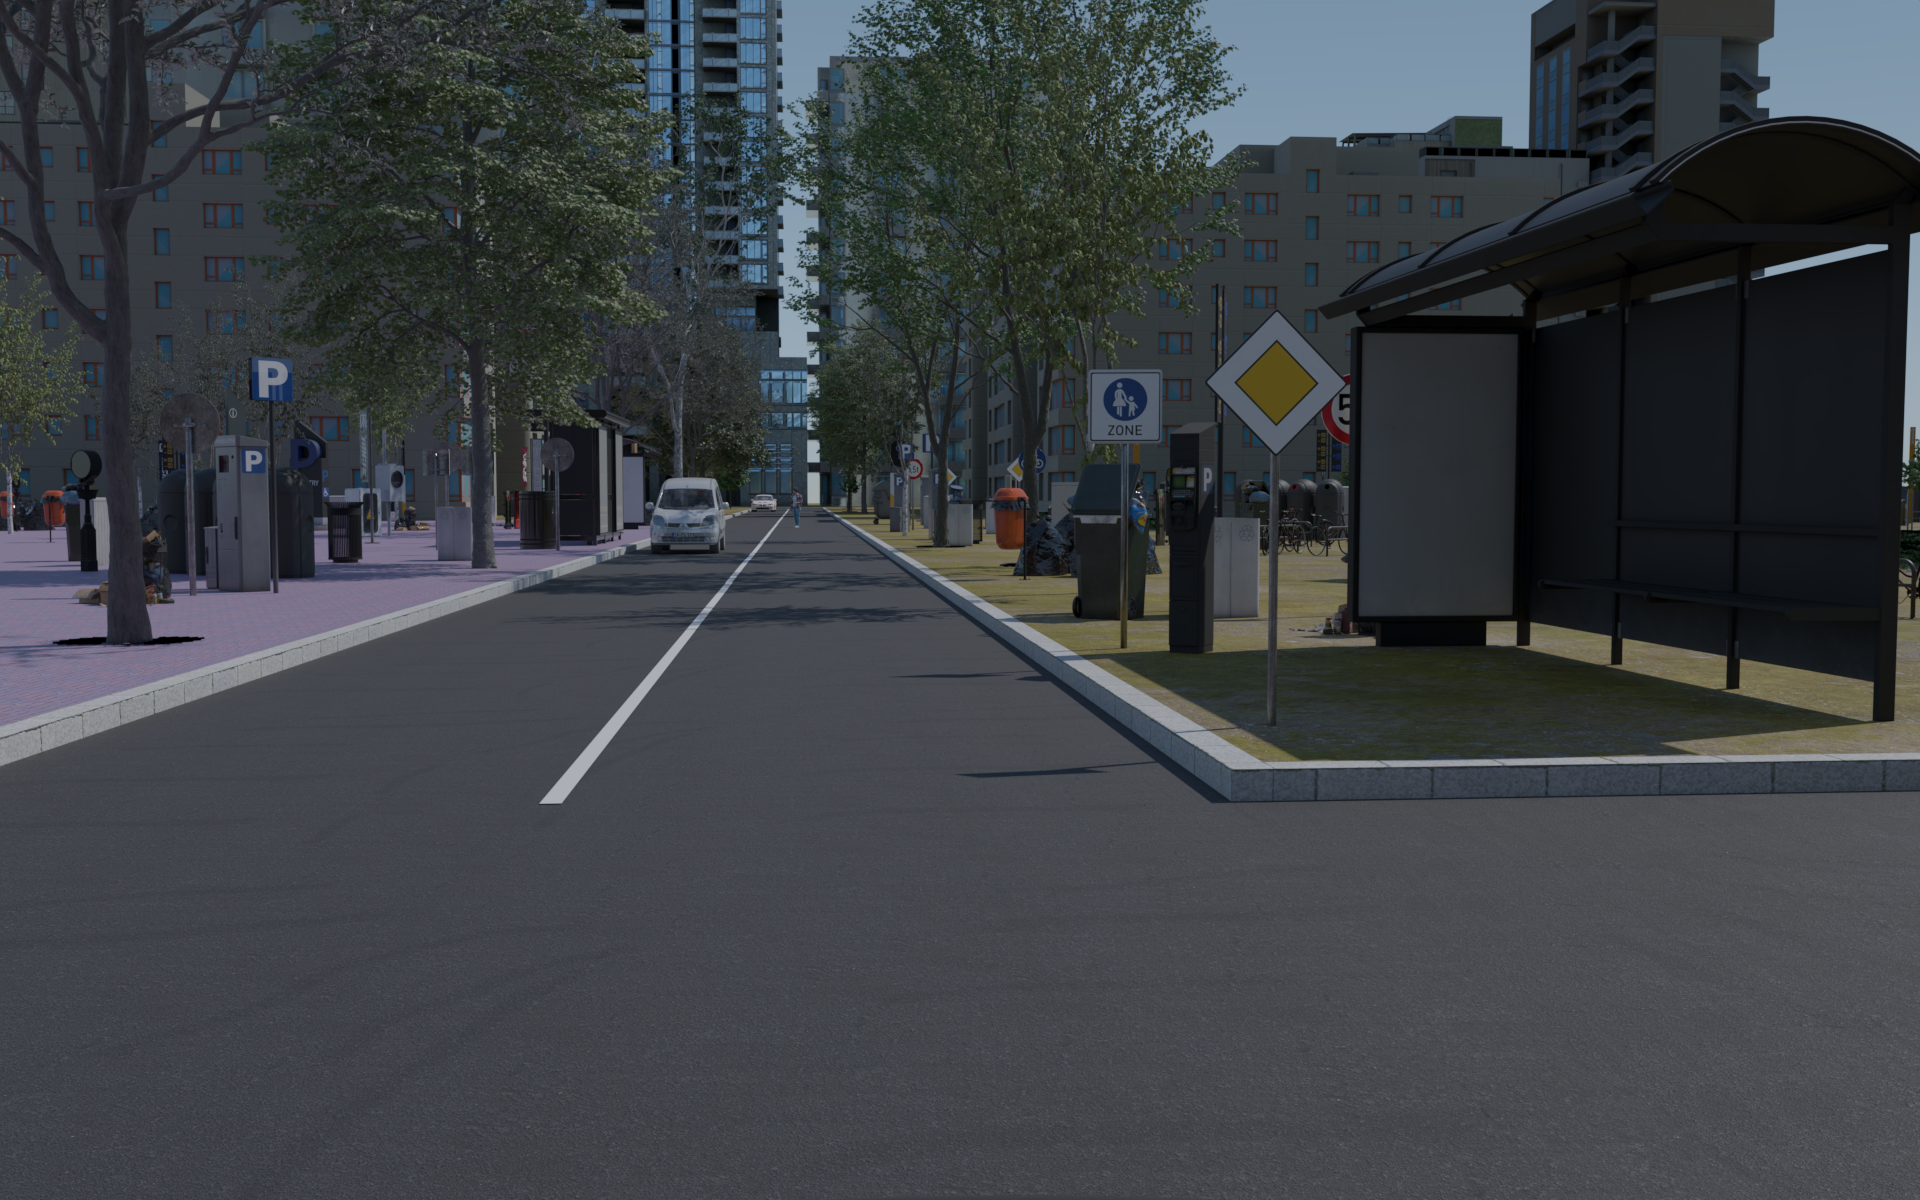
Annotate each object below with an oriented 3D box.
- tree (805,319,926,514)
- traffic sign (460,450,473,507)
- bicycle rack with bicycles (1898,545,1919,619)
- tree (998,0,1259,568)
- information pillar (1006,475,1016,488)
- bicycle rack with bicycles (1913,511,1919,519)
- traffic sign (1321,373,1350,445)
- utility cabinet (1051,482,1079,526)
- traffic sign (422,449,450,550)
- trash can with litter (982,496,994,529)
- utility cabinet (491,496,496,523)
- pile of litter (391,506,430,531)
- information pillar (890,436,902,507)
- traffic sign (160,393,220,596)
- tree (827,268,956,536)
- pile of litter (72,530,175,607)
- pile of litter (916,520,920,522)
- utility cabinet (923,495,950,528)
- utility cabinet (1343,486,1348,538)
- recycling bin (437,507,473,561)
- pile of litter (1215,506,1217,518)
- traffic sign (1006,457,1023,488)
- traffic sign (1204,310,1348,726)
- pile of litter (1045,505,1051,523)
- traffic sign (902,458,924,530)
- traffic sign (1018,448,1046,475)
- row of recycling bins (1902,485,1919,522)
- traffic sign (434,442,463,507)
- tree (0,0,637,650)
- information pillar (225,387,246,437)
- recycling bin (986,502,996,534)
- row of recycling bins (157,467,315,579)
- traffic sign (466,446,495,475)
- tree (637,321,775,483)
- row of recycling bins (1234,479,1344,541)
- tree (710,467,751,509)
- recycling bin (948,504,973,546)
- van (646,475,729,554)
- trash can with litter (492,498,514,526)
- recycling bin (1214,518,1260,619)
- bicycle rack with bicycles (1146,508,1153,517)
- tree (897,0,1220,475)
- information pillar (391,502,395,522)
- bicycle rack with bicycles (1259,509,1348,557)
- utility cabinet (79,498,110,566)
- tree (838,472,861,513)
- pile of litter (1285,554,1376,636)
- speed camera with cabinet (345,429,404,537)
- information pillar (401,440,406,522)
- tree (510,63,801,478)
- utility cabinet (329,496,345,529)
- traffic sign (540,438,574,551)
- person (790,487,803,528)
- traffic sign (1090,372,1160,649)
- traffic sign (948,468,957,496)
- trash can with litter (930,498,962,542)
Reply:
[{"bbox_3d":[-6.097,-11.856,111.972,7.486,12.596,7.792,0,3,0],"label":"tree"},{"bbox_3d":[-12.874,-2.787,45.673,0.768,2.556,0.104,0,4,-1],"label":"traffic sign"},{"bbox_3d":[8.708,-0.310,18.449,2.852,0.926,2.925,-1,4,-20],"label":"bicycle rack with bicycles"},{"bbox_3d":[1.340,-6.405,30.482,9.928,11.665,9.643,0,3,0],"label":"tree"},{"bbox_3d":[1.992,-3.851,67.456,0.304,2.012,0.304,-3,5,-39],"label":"information pillar"},{"bbox_3d":[38.109,-3.283,67.057,2.852,0.926,2.925,0,4,0],"label":"bicycle rack with bicycles"},{"bbox_3d":[4.166,-1.110,18.249,0.768,2.556,0.104,0,4,0],"label":"traffic sign"},{"bbox_3d":[2.213,-1.444,32.287,0.318,1.500,1.173,-3,4,-39],"label":"utility cabinet"},{"bbox_3d":[-11.952,-2.288,39.534,0.606,2.300,0.079,0,4,-3],"label":"traffic sign"},{"bbox_3d":[1.508,-3.191,63.234,2.233,1.210,1.678,-3,5,-39],"label":"trash can with litter"},{"bbox_3d":[-21.092,-4.073,77.749,0.306,1.237,1.020,0,4,-3],"label":"utility cabinet"},{"bbox_3d":[-19.161,-2.869,60.869,1.719,0.858,1.176,-2,4,-30],"label":"pile of litter"},{"bbox_3d":[-2.470,-4.660,67.549,0.504,3.616,0.183,-1,4,-17],"label":"information pillar"},{"bbox_3d":[-9.691,-1.327,21.808,0.768,2.556,0.104,0,4,1],"label":"traffic sign"},{"bbox_3d":[-1.777,-6.261,52.722,4.360,8.622,3.978,0,3,0],"label":"tree"},{"bbox_3d":[-9.822,-0.392,20.379,1.176,0.858,1.719,-1,4,-10],"label":"pile of litter"},{"bbox_3d":[-1.303,-4.022,79.730,1.176,0.858,1.719,-2,4,-32],"label":"pile of litter"},{"bbox_3d":[-0.882,-3.260,64.459,1.020,1.237,0.306,3,4,36],"label":"utility cabinet"},{"bbox_3d":[11.489,-2.515,49.793,1.173,1.500,0.318,0,4,5],"label":"utility cabinet"},{"bbox_3d":[-9.657,-1.287,33.590,0.722,1.027,0.722,1,4,9],"label":"recycling bin"},{"bbox_3d":[9.712,-3.320,68.253,1.719,0.858,1.176,-3,4,-38],"label":"pile of litter"},{"bbox_3d":[1.809,-3.163,52.907,0.795,2.450,0.064,0,4,1],"label":"traffic sign"},{"bbox_3d":[1.725,-0.360,9.537,0.795,2.450,0.064,0,4,-5],"label":"traffic sign"},{"bbox_3d":[4.095,-3.531,71.702,1.176,0.858,1.719,2,4,34],"label":"pile of litter"},{"bbox_3d":[-1.668,-3.744,61.318,0.768,2.556,0.104,0,4,1],"label":"traffic sign"},{"bbox_3d":[1.942,-2.855,46.787,0.768,2.556,0.104,0,4,-5],"label":"traffic sign"},{"bbox_3d":[43.997,-4.432,79.574,1.069,1.692,3.534,0,4,-4],"label":"row of recycling bins"},{"bbox_3d":[-12.445,-2.565,42.038,0.768,2.556,0.104,0,4,-3],"label":"traffic sign"},{"bbox_3d":[-7.272,-6.363,14.409,12.009,13.543,11.850,0,3,0],"label":"tree"},{"bbox_3d":[-15.959,-2.864,38.189,0.183,3.616,0.504,2,4,25],"label":"information pillar"},{"bbox_3d":[1.261,-2.634,55.614,0.722,1.027,0.722,1,4,15],"label":"recycling bin"},{"bbox_3d":[-11.477,-1.238,27.350,3.534,1.692,1.069,2,4,35],"label":"row of recycling bins"},{"bbox_3d":[-10.187,-2.120,36.798,0.606,2.300,0.079,0,4,1],"label":"traffic sign"},{"bbox_3d":[-16.110,-11.721,108.646,9.611,12.733,9.660,0,3,0],"label":"tree"},{"bbox_3d":[9.272,-2.553,48.850,3.534,1.692,1.069,3,5,44],"label":"row of recycling bins"},{"bbox_3d":[-19.525,-9.974,146.784,4.285,4.588,4.351,0,3,0],"label":"tree"},{"bbox_3d":[-0.096,-1.856,42.897,0.722,1.027,0.722,-1,4,-10],"label":"recycling bin"},{"bbox_3d":[-6.716,-2.196,42.919,2.013,2.044,4.112,0,4,-5],"label":"van"},{"bbox_3d":[-18.416,-3.590,69.761,1.678,1.210,2.233,2,4,35],"label":"trash can with litter"},{"bbox_3d":[2.671,-0.346,18.208,0.722,1.027,0.722,-1,4,-19],"label":"recycling bin"},{"bbox_3d":[7.417,-4.241,82.730,2.852,0.926,2.925,-3,4,-37],"label":"bicycle rack with bicycles"},{"bbox_3d":[1.470,-4.383,22.029,4.737,8.622,4.395,0,3,0],"label":"tree"},{"bbox_3d":[-26.435,-4.646,80.447,0.304,2.012,0.304,-3,5,-41],"label":"information pillar"},{"bbox_3d":[7.259,-1.425,36.681,2.852,0.926,2.925,3,5,44],"label":"bicycle rack with bicycles"},{"bbox_3d":[-15.392,-1.228,31.234,0.306,1.237,1.020,1,4,10],"label":"utility cabinet"},{"bbox_3d":[-7.419,-7.683,120.223,1.663,3.219,1.824,0,3,0],"label":"tree"},{"bbox_3d":[3.904,-0.123,15.972,1.176,0.858,1.719,-3,4,-38],"label":"pile of litter"},{"bbox_3d":[-17.640,-3.540,52.218,0.660,3.252,2.038,1,4,21],"label":"speed camera with cabinet"},{"bbox_3d":[-24.211,-5.137,75.338,0.183,3.616,0.504,-2,4,-26],"label":"information pillar"},{"bbox_3d":[-13.647,-13.517,76.897,12.611,20.169,13.585,0,3,0],"label":"tree"},{"bbox_3d":[-23.143,-3.267,64.571,1.020,1.237,0.306,2,4,26],"label":"utility cabinet"},{"bbox_3d":[-9.144,-2.398,39.318,0.768,2.556,0.104,0,4,-1],"label":"traffic sign"},{"bbox_3d":[-6.963,-3.948,73.893,0.563,1.720,0.643,2,4,29],"label":"person"},{"bbox_3d":[1.360,-0.746,14.323,0.606,2.300,0.079,0,4,4],"label":"traffic sign"},{"bbox_3d":[-0.531,-4.636,76.988,0.795,2.450,0.064,0,4,-4],"label":"traffic sign"},{"bbox_3d":[-0.285,-2.119,46.040,0.624,1.170,1.055,3,4,36],"label":"trash can with litter"}]
